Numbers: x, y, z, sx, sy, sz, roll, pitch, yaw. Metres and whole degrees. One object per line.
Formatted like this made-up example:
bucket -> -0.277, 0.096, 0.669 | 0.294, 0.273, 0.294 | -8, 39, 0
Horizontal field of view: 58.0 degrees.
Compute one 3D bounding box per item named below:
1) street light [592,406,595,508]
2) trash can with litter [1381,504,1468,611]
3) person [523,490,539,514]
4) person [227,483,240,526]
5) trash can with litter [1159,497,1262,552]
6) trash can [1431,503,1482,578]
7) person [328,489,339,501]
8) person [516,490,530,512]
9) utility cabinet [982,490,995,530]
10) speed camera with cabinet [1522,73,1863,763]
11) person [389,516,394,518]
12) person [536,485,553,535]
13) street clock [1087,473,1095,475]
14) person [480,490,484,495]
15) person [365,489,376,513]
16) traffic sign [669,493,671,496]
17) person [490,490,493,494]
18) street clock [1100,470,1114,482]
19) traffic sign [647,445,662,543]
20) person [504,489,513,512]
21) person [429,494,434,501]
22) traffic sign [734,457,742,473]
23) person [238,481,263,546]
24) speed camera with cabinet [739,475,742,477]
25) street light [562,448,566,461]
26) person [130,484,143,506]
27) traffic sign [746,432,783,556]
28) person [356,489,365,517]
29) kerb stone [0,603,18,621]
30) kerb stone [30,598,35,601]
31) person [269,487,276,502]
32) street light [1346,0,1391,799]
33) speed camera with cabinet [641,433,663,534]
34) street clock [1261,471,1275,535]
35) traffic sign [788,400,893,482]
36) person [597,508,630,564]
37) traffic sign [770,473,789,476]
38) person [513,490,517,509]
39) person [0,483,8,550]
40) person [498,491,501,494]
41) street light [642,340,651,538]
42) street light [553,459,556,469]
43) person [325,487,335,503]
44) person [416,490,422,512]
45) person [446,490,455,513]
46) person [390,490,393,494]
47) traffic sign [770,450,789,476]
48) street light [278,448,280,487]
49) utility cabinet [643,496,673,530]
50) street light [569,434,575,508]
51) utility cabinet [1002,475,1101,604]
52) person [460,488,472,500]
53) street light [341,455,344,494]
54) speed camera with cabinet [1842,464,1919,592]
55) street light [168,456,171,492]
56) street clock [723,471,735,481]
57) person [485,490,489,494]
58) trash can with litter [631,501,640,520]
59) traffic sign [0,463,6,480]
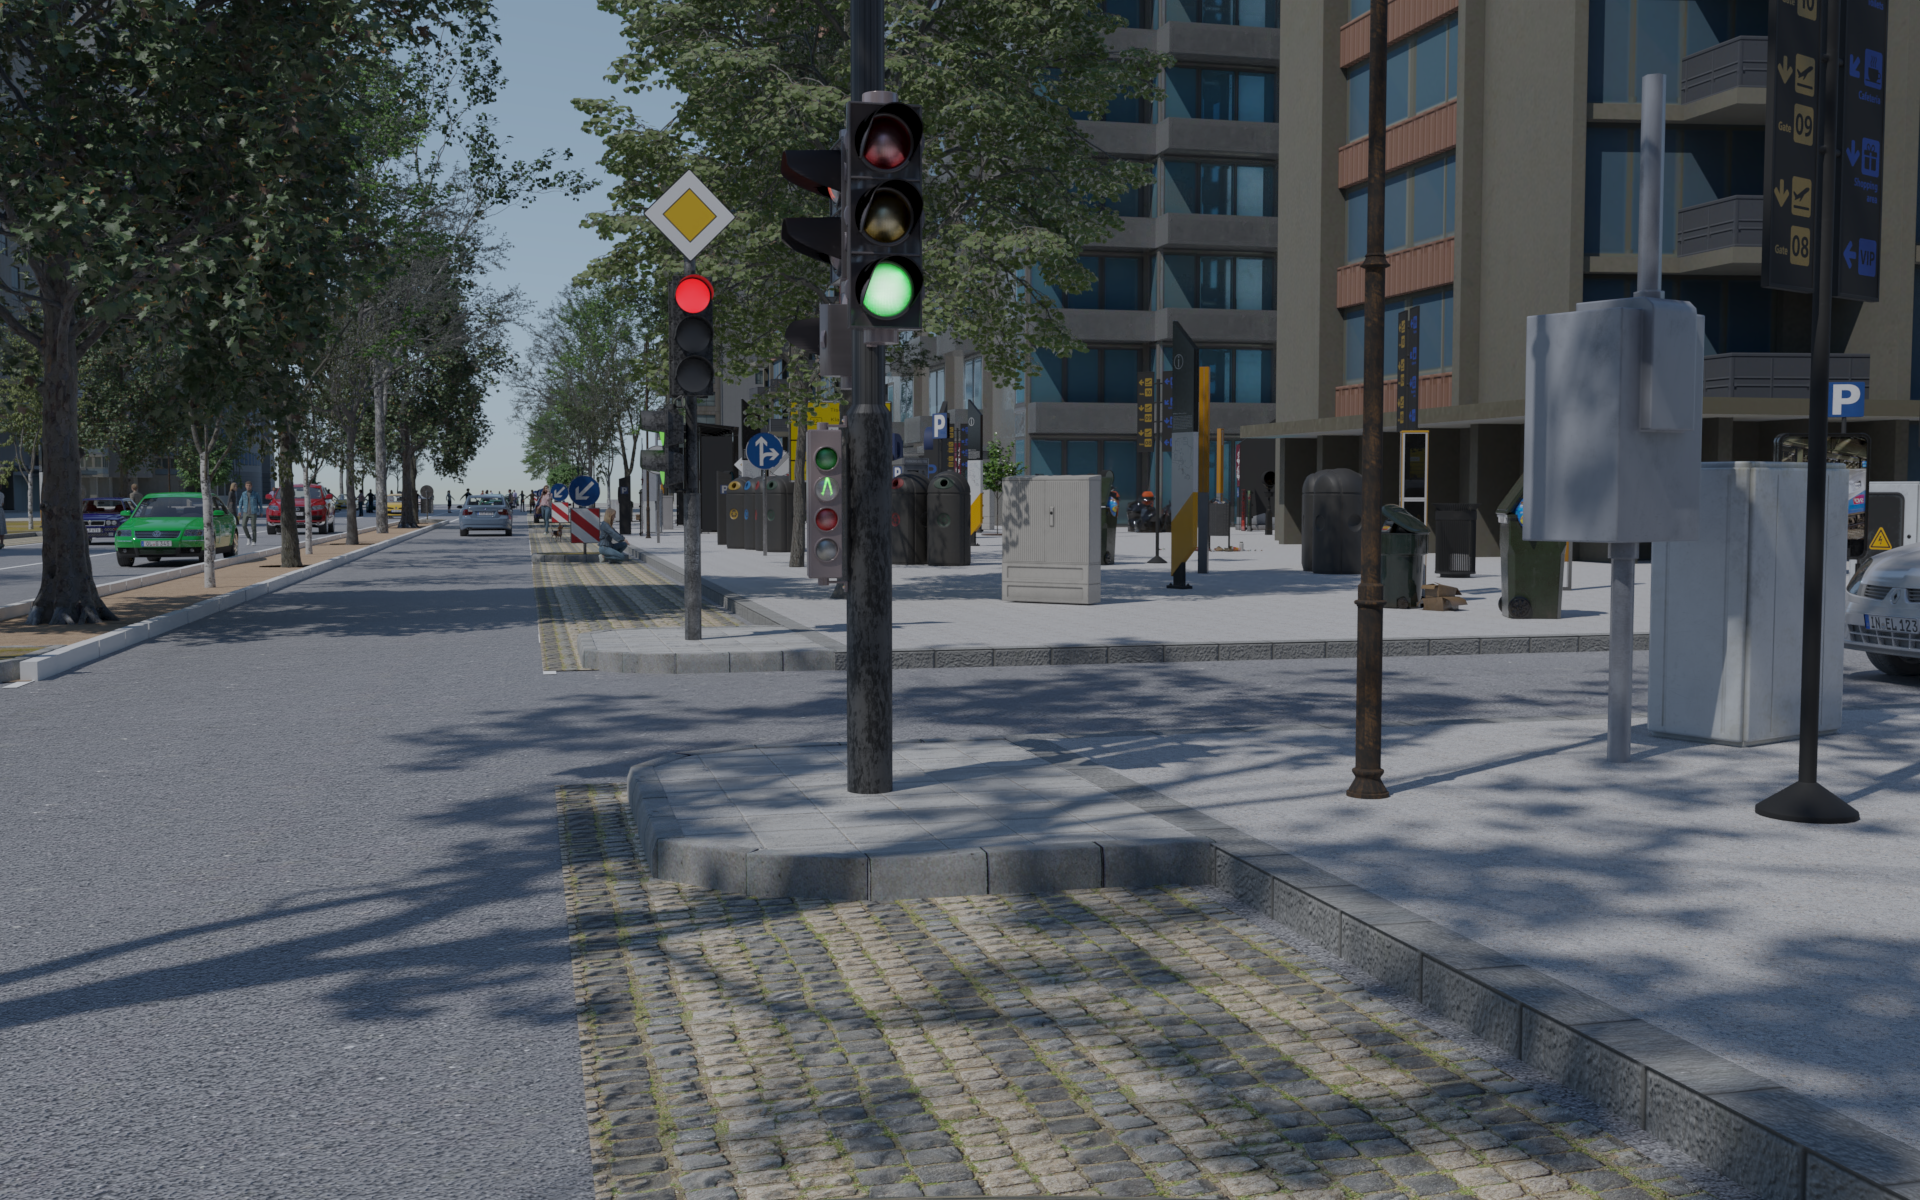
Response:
street light -> -18.565, -7.035, 87.807 | 0.468, 5.910, 1.993 | -1, 4, -14
trash can with litter -> 5.165, -0.487, 19.344 | 0.624, 1.170, 1.055 | -3, 5, -44
person -> -28.394, -6.464, 114.908 | 1.217, 1.735, 0.721 | -2, 4, -24
person -> -23.964, -2.925, 56.537 | 0.699, 1.804, 1.509 | 1, 4, 14
trash can with litter -> 5.570, -1.717, 39.131 | 2.233, 1.210, 1.678 | 3, 4, 38
trash can -> 7.618, -0.915, 26.614 | 0.748, 1.137, 0.748 | 0, 3, 0
person -> -45.284, -7.078, 124.314 | 1.350, 1.814, 0.705 | -1, 4, -12
person -> -35.289, -7.986, 139.796 | 1.217, 1.735, 0.721 | -3, 4, -38
utility cabinet -> 0.690, -3.268, 62.108 | 1.173, 1.500, 0.318 | 3, 4, 38
speed camera with cabinet -> 3.739, -0.886, 8.826 | 2.038, 3.252, 0.660 | -2, 4, -35
person -> -34.181, -5.640, 103.979 | 1.065, 1.426, 0.557 | 3, 4, 39
person -> -14.511, -3.158, 60.725 | 0.593, 1.750, 0.643 | 1, 4, 23
street clock -> 4.596, -3.445, 60.902 | 0.358, 2.002, 0.471 | 1, 4, 16
person -> -47.505, -10.038, 172.556 | 0.705, 1.831, 1.348 | 2, 4, 29
person -> -44.320, -7.450, 130.328 | 1.348, 1.821, 0.705 | 1, 4, 16
traffic sign -> -15.080, -5.501, 90.040 | 0.768, 2.556, 0.104 | -1, 4, -9
person -> -51.363, -11.072, 189.401 | 0.599, 1.838, 0.709 | 0, 4, 3
street clock -> 4.408, -2.902, 52.019 | 0.358, 2.002, 0.471 | 3, 5, 40
traffic sign -> -7.889, -2.761, 45.246 | 0.768, 2.556, 0.104 | -1, 4, -13
person -> -29.969, -6.468, 114.785 | 0.750, 1.759, 0.617 | 0, 4, -7
person -> -43.311, -8.151, 141.770 | 0.705, 1.824, 1.348 | 0, 4, 8
traffic sign -> -5.445, -2.668, 44.807 | 0.795, 2.450, 0.064 | -1, 4, -9
person -> -19.612, -2.388, 47.889 | 0.601, 1.785, 0.444 | 0, 4, -4
speed camera with cabinet -> -10.839, -5.452, 83.481 | 0.660, 3.252, 2.038 | -2, 4, -31
street light -> -37.171, -11.601, 162.470 | 0.468, 5.910, 1.993 | -1, 4, -14
person -> -26.224, -2.812, 55.032 | 0.362, 1.759, 0.519 | 1, 4, 23
traffic sign -> -4.051, -2.191, 35.936 | 0.768, 2.556, 0.104 | 0, 4, -8
person -> -38.311, -6.195, 110.497 | 1.217, 1.736, 0.721 | 3, 4, 37
kerb stone -> -11.025, 0.130, 20.152 | 0.120, 0.150, 1.000 | -1, 4, -14
kerb stone -> -11.273, 0.064, 21.149 | 0.120, 0.150, 1.000 | -1, 4, -14
person -> -39.334, -5.566, 99.367 | 0.709, 1.838, 0.599 | -2, 4, -25
street light -> 1.733, -2.104, 7.182 | 0.468, 5.910, 1.993 | -1, 4, -14
speed camera with cabinet -> -10.095, -3.822, 56.827 | 0.660, 3.252, 2.038 | 0, 4, -7
street clock -> 9.665, -3.033, 54.162 | 0.471, 2.002, 0.358 | -1, 4, -12
traffic sign -> -2.596, -2.682, 37.717 | 2.265, 3.308, 0.079 | -1, 4, -11
person -> -7.031, -1.312, 35.447 | 0.738, 1.151, 1.012 | 0, 4, 0
traffic sign -> -6.029, -3.482, 56.936 | 0.884, 2.594, 0.081 | -1, 4, -11
person -> -43.470, -9.809, 168.742 | 0.599, 1.838, 0.709 | 2, 4, 25
person -> -24.964, -2.186, 44.805 | 0.524, 1.755, 0.480 | 0, 4, 2
person -> -58.377, -12.903, 219.469 | 0.705, 1.822, 1.348 | 3, 5, 43
street light -> -9.030, -4.723, 50.006 | 0.468, 5.910, 1.993 | -1, 4, -14
street light -> -47.967, -14.196, 204.894 | 0.468, 5.910, 1.993 | -1, 4, -14
person -> -36.884, -5.642, 100.715 | 1.348, 1.831, 0.705 | 2, 4, 30
person -> -43.404, -7.900, 138.190 | 1.217, 1.766, 0.721 | 1, 4, 21
person -> -38.748, -7.485, 131.666 | 0.721, 1.735, 1.217 | 1, 4, 13
person -> -41.197, -7.112, 125.497 | 1.217, 1.735, 0.721 | 0, 4, -5
traffic sign -> -5.187, -3.044, 49.868 | 0.768, 2.556, 0.104 | -1, 4, -10
street light -> -48.343, -9.186, 122.981 | 0.468, 5.910, 1.993 | -1, 4, -14
utility cabinet -> -10.851, -3.127, 62.291 | 1.020, 1.237, 0.306 | -1, 4, -22
street light -> -27.859, -9.286, 124.614 | 0.468, 5.910, 1.993 | -1, 4, -14
utility cabinet -> 1.059, -0.709, 20.274 | 1.173, 1.500, 0.318 | 2, 4, 33
person -> -36.328, -7.331, 127.989 | 1.348, 1.869, 0.705 | -2, 4, -33
street light -> -59.115, -11.806, 165.817 | 0.468, 5.910, 1.993 | -1, 4, -14
speed camera with cabinet -> 12.853, -1.741, 22.799 | 0.660, 3.252, 2.038 | -2, 4, -30
street light -> -38.902, -6.873, 85.158 | 0.468, 5.910, 1.993 | -1, 4, -14
street clock -> -7.248, -3.037, 54.221 | 0.358, 2.002, 0.471 | 1, 4, 17
person -> -32.899, -6.822, 120.767 | 1.217, 1.743, 0.721 | -3, 5, -40
trash can with litter -> -16.052, -4.503, 85.006 | 1.055, 1.170, 0.624 | 0, 4, -5
traffic sign -> -37.403, -4.102, 67.174 | 0.768, 2.556, 0.104 | -1, 4, -12
